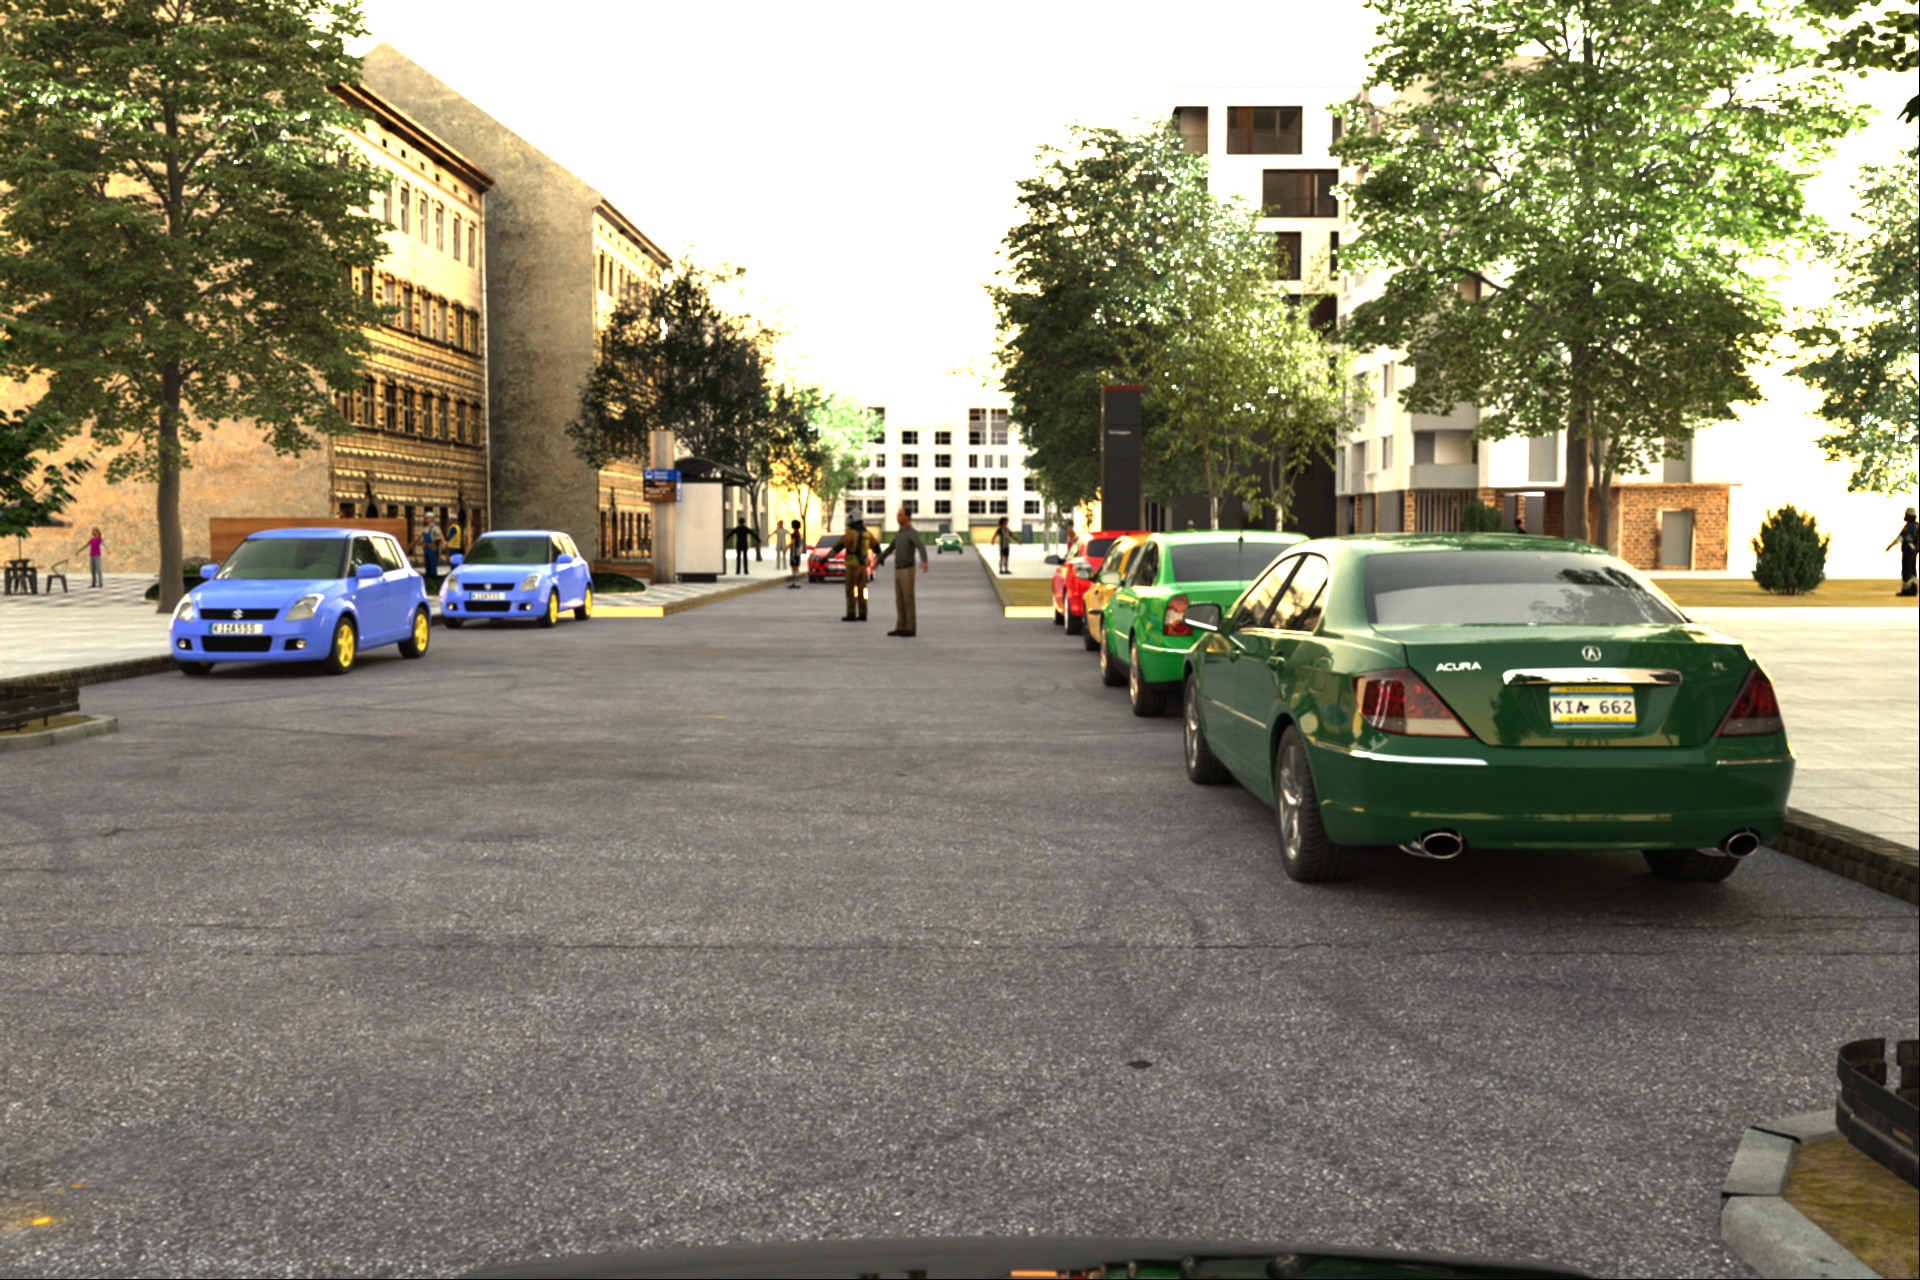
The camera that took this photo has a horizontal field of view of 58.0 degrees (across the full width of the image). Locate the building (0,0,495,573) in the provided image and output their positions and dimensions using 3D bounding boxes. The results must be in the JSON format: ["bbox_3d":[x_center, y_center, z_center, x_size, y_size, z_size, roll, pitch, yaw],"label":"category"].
[{"bbox_3d":[-29.698,-14.336,65.316,19.493,23.208,18.063,0,4,1],"label":"building"}]

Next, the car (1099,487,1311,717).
[{"bbox_3d":[2.233,-0.378,14.970,1.959,1.807,4.718,0,4,-1],"label":"car"}]

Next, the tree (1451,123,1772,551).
[{"bbox_3d":[16.534,-7.252,44.319,9.928,11.665,9.643,0,3,0],"label":"tree"}]

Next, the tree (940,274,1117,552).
[{"bbox_3d":[4.948,-16.551,126.504,12.611,20.169,13.585,0,3,0],"label":"tree"}]

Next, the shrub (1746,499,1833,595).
[{"bbox_3d":[17.463,-1.960,36.473,1.690,2.028,1.600,0,3,0],"label":"shrub"}]

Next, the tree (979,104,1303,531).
[{"bbox_3d":[5.483,-8.896,52.112,9.857,13.997,8.962,0,3,0],"label":"tree"}]

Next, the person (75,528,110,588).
[{"bbox_3d":[-20.562,-1.948,41.111,0.991,1.433,0.599,1,4,17],"label":"person"}]

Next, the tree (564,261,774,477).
[{"bbox_3d":[-9.820,-7.601,58.684,7.601,10.594,8.767,-1,4,-14],"label":"tree"}]

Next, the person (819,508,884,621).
[{"bbox_3d":[-1.728,-1.241,28.524,1.354,1.858,0.705,-3,5,-43],"label":"person"}]

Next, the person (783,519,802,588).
[{"bbox_3d":[-4.389,-2.279,45.868,0.704,1.843,1.345,1,4,10],"label":"person"}]

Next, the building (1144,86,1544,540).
[{"bbox_3d":[23.866,-15.389,95.580,27.936,21.610,32.646,0,4,1],"label":"building"}]

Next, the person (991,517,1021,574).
[{"bbox_3d":[1.446,-3.032,55.713,1.345,1.843,0.704,-3,5,-45],"label":"person"}]

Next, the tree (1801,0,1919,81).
[{"bbox_3d":[7.992,-5.605,9.762,7.486,12.596,7.792,0,3,0],"label":"tree"}]

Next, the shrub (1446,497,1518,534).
[{"bbox_3d":[10.825,-1.964,36.157,1.661,2.075,1.752,0,3,0],"label":"shrub"}]

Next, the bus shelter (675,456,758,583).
[{"bbox_3d":[-6.921,-3.305,47.963,2.014,3.302,5.546,0,4,0],"label":"bus shelter"}]

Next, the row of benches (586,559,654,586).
[{"bbox_3d":[-9.527,-1.688,43.059,4.104,0.672,1.422,0,4,-6],"label":"row of benches"}]

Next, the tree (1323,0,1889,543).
[{"bbox_3d":[8.873,-6.512,24.599,7.486,12.596,7.792,0,3,0],"label":"tree"}]

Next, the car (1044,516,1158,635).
[{"bbox_3d":[2.376,-1.043,26.096,2.155,1.783,4.494,0,4,0],"label":"car"}]

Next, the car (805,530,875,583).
[{"bbox_3d":[-3.544,-2.634,52.108,2.155,1.783,4.494,0,4,0],"label":"car"}]

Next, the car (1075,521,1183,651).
[{"bbox_3d":[2.389,-0.604,20.105,2.015,1.641,3.980,0,4,-1],"label":"car"}]

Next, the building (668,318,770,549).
[{"bbox_3d":[-27.623,-17.769,156.983,16.747,18.905,31.486,0,4,1],"label":"building"}]

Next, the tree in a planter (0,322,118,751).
[{"bbox_3d":[-7.125,-0.906,12.033,1.991,3.239,1.994,0,4,0],"label":"tree in a planter"}]

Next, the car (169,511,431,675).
[{"bbox_3d":[-7.076,-0.561,18.769,1.945,1.707,3.694,0,4,1],"label":"car"}]

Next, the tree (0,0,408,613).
[{"bbox_3d":[-12.650,-6.732,28.190,7.486,12.596,7.792,0,3,0],"label":"tree"}]

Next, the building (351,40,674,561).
[{"bbox_3d":[-25.528,-15.639,86.632,19.493,23.208,18.063,0,4,0],"label":"building"}]

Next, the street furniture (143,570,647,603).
[{"bbox_3d":[-11.753,-1.274,36.449,10.072,0.657,5.734,-2,4,-30],"label":"street furniture"}]

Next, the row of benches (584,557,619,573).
[{"bbox_3d":[-10.882,-1.873,46.093,4.104,0.672,1.422,-1,4,-17],"label":"row of benches"}]

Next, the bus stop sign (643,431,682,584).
[{"bbox_3d":[-7.617,-3.386,44.384,0.837,3.901,0.837,0,4,1],"label":"bus stop sign"}]

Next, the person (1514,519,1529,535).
[{"bbox_3d":[17.099,-2.827,52.937,0.721,1.740,1.216,-3,5,-42],"label":"person"}]

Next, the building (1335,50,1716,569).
[{"bbox_3d":[21.455,-13.309,74.030,16.016,20.090,11.380,0,4,0],"label":"building"}]

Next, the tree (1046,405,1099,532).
[{"bbox_3d":[5.937,-8.104,82.865,4.737,8.622,4.395,0,3,0],"label":"tree"}]

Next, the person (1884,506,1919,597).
[{"bbox_3d":[19.535,-1.828,35.671,1.354,1.856,0.705,-2,4,-31],"label":"person"}]

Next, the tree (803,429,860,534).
[{"bbox_3d":[-9.211,-10.370,119.905,4.737,8.622,4.395,0,3,0],"label":"tree"}]

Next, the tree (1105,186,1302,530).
[{"bbox_3d":[5.301,-5.264,36.425,4.737,8.622,4.395,0,3,0],"label":"tree"}]

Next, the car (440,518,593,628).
[{"bbox_3d":[-7.037,-1.103,27.618,1.945,1.707,3.694,0,4,0],"label":"car"}]

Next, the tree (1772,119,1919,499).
[{"bbox_3d":[27.902,-8.644,47.988,9.857,13.997,8.962,0,3,0],"label":"tree"}]

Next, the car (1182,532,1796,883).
[{"bbox_3d":[2.248,0.198,8.555,2.131,1.459,4.920,0,4,-1],"label":"car"}]

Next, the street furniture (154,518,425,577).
[{"bbox_3d":[-19.655,-2.523,48.103,9.812,1.723,11.010,-1,4,-23],"label":"street furniture"}]

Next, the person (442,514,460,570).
[{"bbox_3d":[-13.922,-2.541,47.517,0.705,1.833,1.349,0,4,-2],"label":"person"}]

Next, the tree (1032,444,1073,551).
[{"bbox_3d":[6.052,-8.982,97.216,4.737,8.622,4.395,0,3,0],"label":"tree"}]

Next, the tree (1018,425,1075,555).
[{"bbox_3d":[5.487,-9.625,107.728,4.360,8.622,3.978,0,3,0],"label":"tree"}]

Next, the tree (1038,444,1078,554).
[{"bbox_3d":[6.542,-9.900,112.223,4.737,8.622,4.395,0,3,0],"label":"tree"}]

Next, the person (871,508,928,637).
[{"bbox_3d":[-0.798,-0.952,24.289,0.705,1.796,1.348,-2,4,-35],"label":"person"}]

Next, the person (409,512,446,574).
[{"bbox_3d":[-13.534,-2.344,44.174,1.347,1.847,0.705,2,4,33],"label":"person"}]

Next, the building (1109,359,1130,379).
[{"bbox_3d":[23.976,-18.459,168.256,16.747,18.905,31.486,0,3,0],"label":"building"}]

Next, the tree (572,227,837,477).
[{"bbox_3d":[-10.179,-9.724,69.357,12.009,13.543,11.850,0,3,0],"label":"tree"}]

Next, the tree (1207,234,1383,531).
[{"bbox_3d":[8.285,-5.701,43.568,4.737,8.622,4.395,0,3,0],"label":"tree"}]

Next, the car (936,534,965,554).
[{"bbox_3d":[-0.704,-7.001,126.265,2.131,1.459,4.920,0,4,1],"label":"car"}]

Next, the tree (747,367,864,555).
[{"bbox_3d":[-9.857,-11.188,108.680,9.928,11.665,9.643,0,3,0],"label":"tree"}]

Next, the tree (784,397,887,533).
[{"bbox_3d":[-9.556,-12.379,128.155,9.928,11.665,9.643,0,3,0],"label":"tree"}]

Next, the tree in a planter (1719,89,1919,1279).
[{"bbox_3d":[2.541,-0.356,3.045,1.991,3.239,1.994,0,4,0],"label":"tree in a planter"}]

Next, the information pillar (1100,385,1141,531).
[{"bbox_3d":[2.823,-2.516,30.516,0.750,3.857,0.750,0,4,-2],"label":"information pillar"}]

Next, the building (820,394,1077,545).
[{"bbox_3d":[-1.912,-21.938,227.606,31.486,18.905,16.747,-1,4,-10],"label":"building"}]

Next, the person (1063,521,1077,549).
[{"bbox_3d":[3.795,-3.126,57.921,0.721,1.733,1.217,-2,4,-29],"label":"person"}]

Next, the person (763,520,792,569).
[{"bbox_3d":[-6.520,-3.488,63.215,1.347,1.806,0.705,0,4,-3],"label":"person"}]

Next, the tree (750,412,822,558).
[{"bbox_3d":[-10.150,-8.831,94.756,4.360,8.622,3.978,0,3,0],"label":"tree"}]

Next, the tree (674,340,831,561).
[{"bbox_3d":[-9.689,-8.997,81.518,7.601,10.594,8.767,3,5,45],"label":"tree"}]

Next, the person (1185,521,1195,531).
[{"bbox_3d":[8.425,-3.493,63.578,1.216,1.772,0.721,-1,4,-13],"label":"person"}]

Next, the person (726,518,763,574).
[{"bbox_3d":[-6.936,-2.991,55.097,1.347,1.806,0.705,0,4,-7],"label":"person"}]

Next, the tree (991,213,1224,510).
[{"bbox_3d":[6.057,-9.994,70.065,9.857,13.997,8.962,0,3,0],"label":"tree"}]
